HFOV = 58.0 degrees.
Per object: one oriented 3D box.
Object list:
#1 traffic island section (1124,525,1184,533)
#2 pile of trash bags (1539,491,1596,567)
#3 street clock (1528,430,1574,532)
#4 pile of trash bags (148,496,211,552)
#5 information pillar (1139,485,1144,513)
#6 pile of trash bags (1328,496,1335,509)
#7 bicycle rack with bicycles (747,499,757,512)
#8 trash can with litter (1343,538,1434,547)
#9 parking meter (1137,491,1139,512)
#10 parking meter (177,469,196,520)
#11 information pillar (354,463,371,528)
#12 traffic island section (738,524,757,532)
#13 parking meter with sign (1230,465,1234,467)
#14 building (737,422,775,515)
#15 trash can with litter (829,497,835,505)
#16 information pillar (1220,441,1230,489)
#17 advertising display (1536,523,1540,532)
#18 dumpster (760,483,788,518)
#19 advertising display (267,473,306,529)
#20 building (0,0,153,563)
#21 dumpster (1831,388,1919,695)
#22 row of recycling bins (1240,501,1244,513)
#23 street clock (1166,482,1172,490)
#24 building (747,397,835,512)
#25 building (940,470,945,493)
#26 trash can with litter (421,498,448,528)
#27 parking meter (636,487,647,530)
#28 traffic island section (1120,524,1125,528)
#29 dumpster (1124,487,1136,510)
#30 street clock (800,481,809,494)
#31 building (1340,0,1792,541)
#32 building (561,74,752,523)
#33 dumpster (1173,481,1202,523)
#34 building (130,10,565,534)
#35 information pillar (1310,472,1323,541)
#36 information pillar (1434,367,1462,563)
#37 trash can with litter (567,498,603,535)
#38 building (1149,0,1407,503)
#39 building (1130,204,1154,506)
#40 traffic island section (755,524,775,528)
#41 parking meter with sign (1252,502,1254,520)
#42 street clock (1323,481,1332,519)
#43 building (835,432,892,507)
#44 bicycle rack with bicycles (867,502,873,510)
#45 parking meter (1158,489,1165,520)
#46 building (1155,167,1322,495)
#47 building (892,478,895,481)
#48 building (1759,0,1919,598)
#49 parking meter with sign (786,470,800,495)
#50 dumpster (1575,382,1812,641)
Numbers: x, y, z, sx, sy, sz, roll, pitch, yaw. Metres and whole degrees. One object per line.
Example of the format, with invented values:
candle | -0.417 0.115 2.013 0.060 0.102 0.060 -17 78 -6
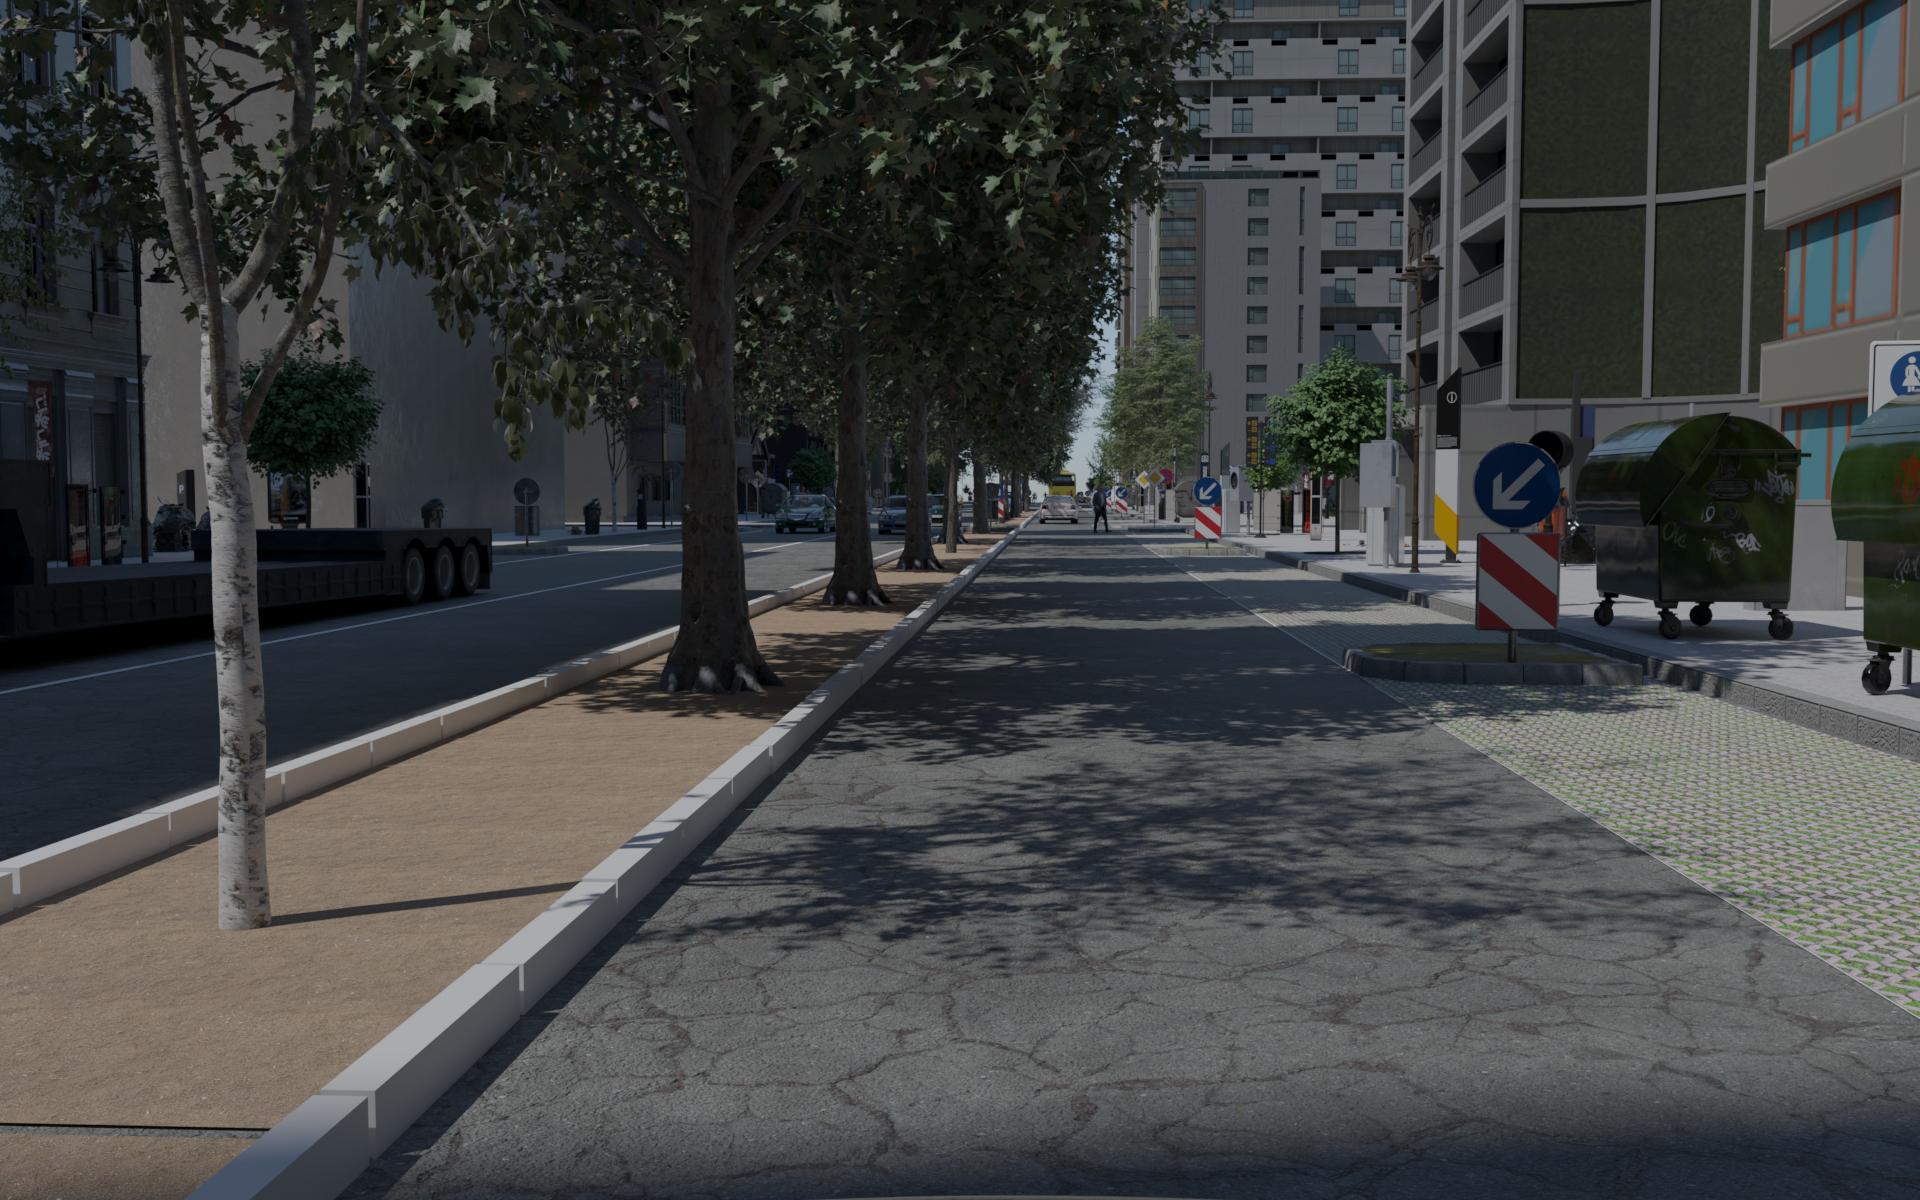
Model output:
traffic island section | 7.370 -2.639 65.436 2.009 0.180 2.903 0 4 3
pile of trash bags | 11.626 -1.333 31.554 3.447 1.369 1.912 -3 4 -38
street clock | 6.726 -0.931 19.799 0.358 2.002 0.471 -3 5 -44
pile of trash bags | -18.133 -1.759 38.517 1.912 1.369 3.447 2 4 34
information pillar | 12.079 -6.775 115.260 0.304 2.012 0.304 -1 4 -14
pile of trash bags | 29.533 -7.533 132.915 3.447 1.369 1.912 1 4 15
bicycle rack with bicycles | -14.694 -6.632 121.813 2.925 0.926 2.852 2 4 31
trash can with litter | 10.386 -1.923 42.492 1.678 1.210 2.233 -2 4 -31
parking meter | 13.120 -7.252 126.979 0.372 1.533 0.369 0 3 0
parking meter | -18.409 -2.171 41.215 0.399 1.863 0.255 2 4 32
information pillar | -14.308 -2.264 41.508 0.304 2.012 0.304 0 4 -6
traffic island section | -9.145 -2.697 66.370 2.009 0.180 2.903 0 4 3
parking meter with sign | 16.287 -6.687 105.601 0.543 3.016 1.738 0 4 0
building | -20.440 -14.806 109.534 16.820 18.784 16.811 0 4 3
trash can with litter | -8.437 -6.373 115.581 1.055 1.170 0.624 3 5 43
information pillar | 11.779 -5.234 76.923 0.504 3.616 0.183 -2 4 -32
advertising display | 12.408 -1.921 36.630 0.123 1.923 0.974 0 4 1
dumpster | -9.876 -5.274 91.986 1.264 1.857 1.865 0 4 3
advertising display | -15.759 -2.169 40.673 0.123 1.923 0.974 3 5 43
building | -21.858 -10.849 26.529 9.793 20.994 18.267 0 4 3
dumpster | 6.300 -0.470 10.176 1.502 2.255 1.985 0 4 3
row of recycling bins | 17.882 -6.794 118.201 1.069 1.692 3.534 -3 5 -44
street clock | 11.499 -5.563 95.518 0.358 2.002 0.471 -1 4 -11
building | -16.609 -18.435 131.088 12.332 23.373 15.834 0 4 3
building | -15.460 -27.045 287.230 27.650 21.520 28.899 0 4 3
trash can with litter | -14.730 -2.233 47.896 0.624 1.170 1.055 2 4 28
parking meter | -11.469 -3.304 62.439 0.372 1.533 0.369 0 3 0
traffic island section | 7.820 -3.127 73.409 2.009 0.180 2.903 0 4 3
dumpster | 13.919 -8.399 143.082 1.264 1.857 1.865 0 4 3
street clock | -8.865 -5.777 99.030 0.471 2.002 0.358 -1 4 -19
building | 23.171 -37.377 49.372 20.563 71.187 20.611 0 4 3
building | -19.715 -18.061 88.810 14.314 27.812 24.014 0 4 3
dumpster | 10.161 -4.354 76.954 1.264 1.857 1.865 0 4 3
building | -32.064 -15.285 54.418 34.151 26.468 19.350 0 4 3
information pillar | 9.818 -2.642 47.693 0.304 2.012 0.304 1 4 17
information pillar | 9.070 -2.495 32.155 0.183 3.616 0.504 -3 5 -42
trash can with litter | -11.819 -2.642 54.577 1.055 1.170 0.624 -2 4 -24
building | 33.466 -35.940 176.861 28.713 52.752 27.495 0 4 3
building | 30.758 -40.547 204.941 21.231 58.520 28.212 0 4 3
traffic island section | -8.695 -3.184 74.342 2.009 0.180 2.903 0 4 3
parking meter with sign | 15.096 -5.589 87.649 0.543 3.016 1.738 1 4 17
street clock | 18.927 -5.185 89.344 0.471 2.002 0.358 -2 4 -26
building | -21.653 -19.565 164.919 27.650 21.520 28.899 0 4 3
bicycle rack with bicycles | -8.486 -7.556 136.923 2.925 0.926 2.852 0 4 5
parking meter | 10.207 -4.830 87.384 0.372 1.533 0.369 0 3 0
building | 24.756 -23.580 157.236 14.160 30.474 14.107 0 4 3
building | -21.732 -36.907 192.675 28.713 52.752 27.495 0 4 3
building | 24.324 -10.021 8.878 27.650 21.520 28.899 0 4 3
parking meter with sign | -11.646 -7.722 122.522 0.543 3.016 1.738 -2 4 -35
dumpster | 6.709 -0.823 15.952 1.502 2.255 1.985 0 4 3
